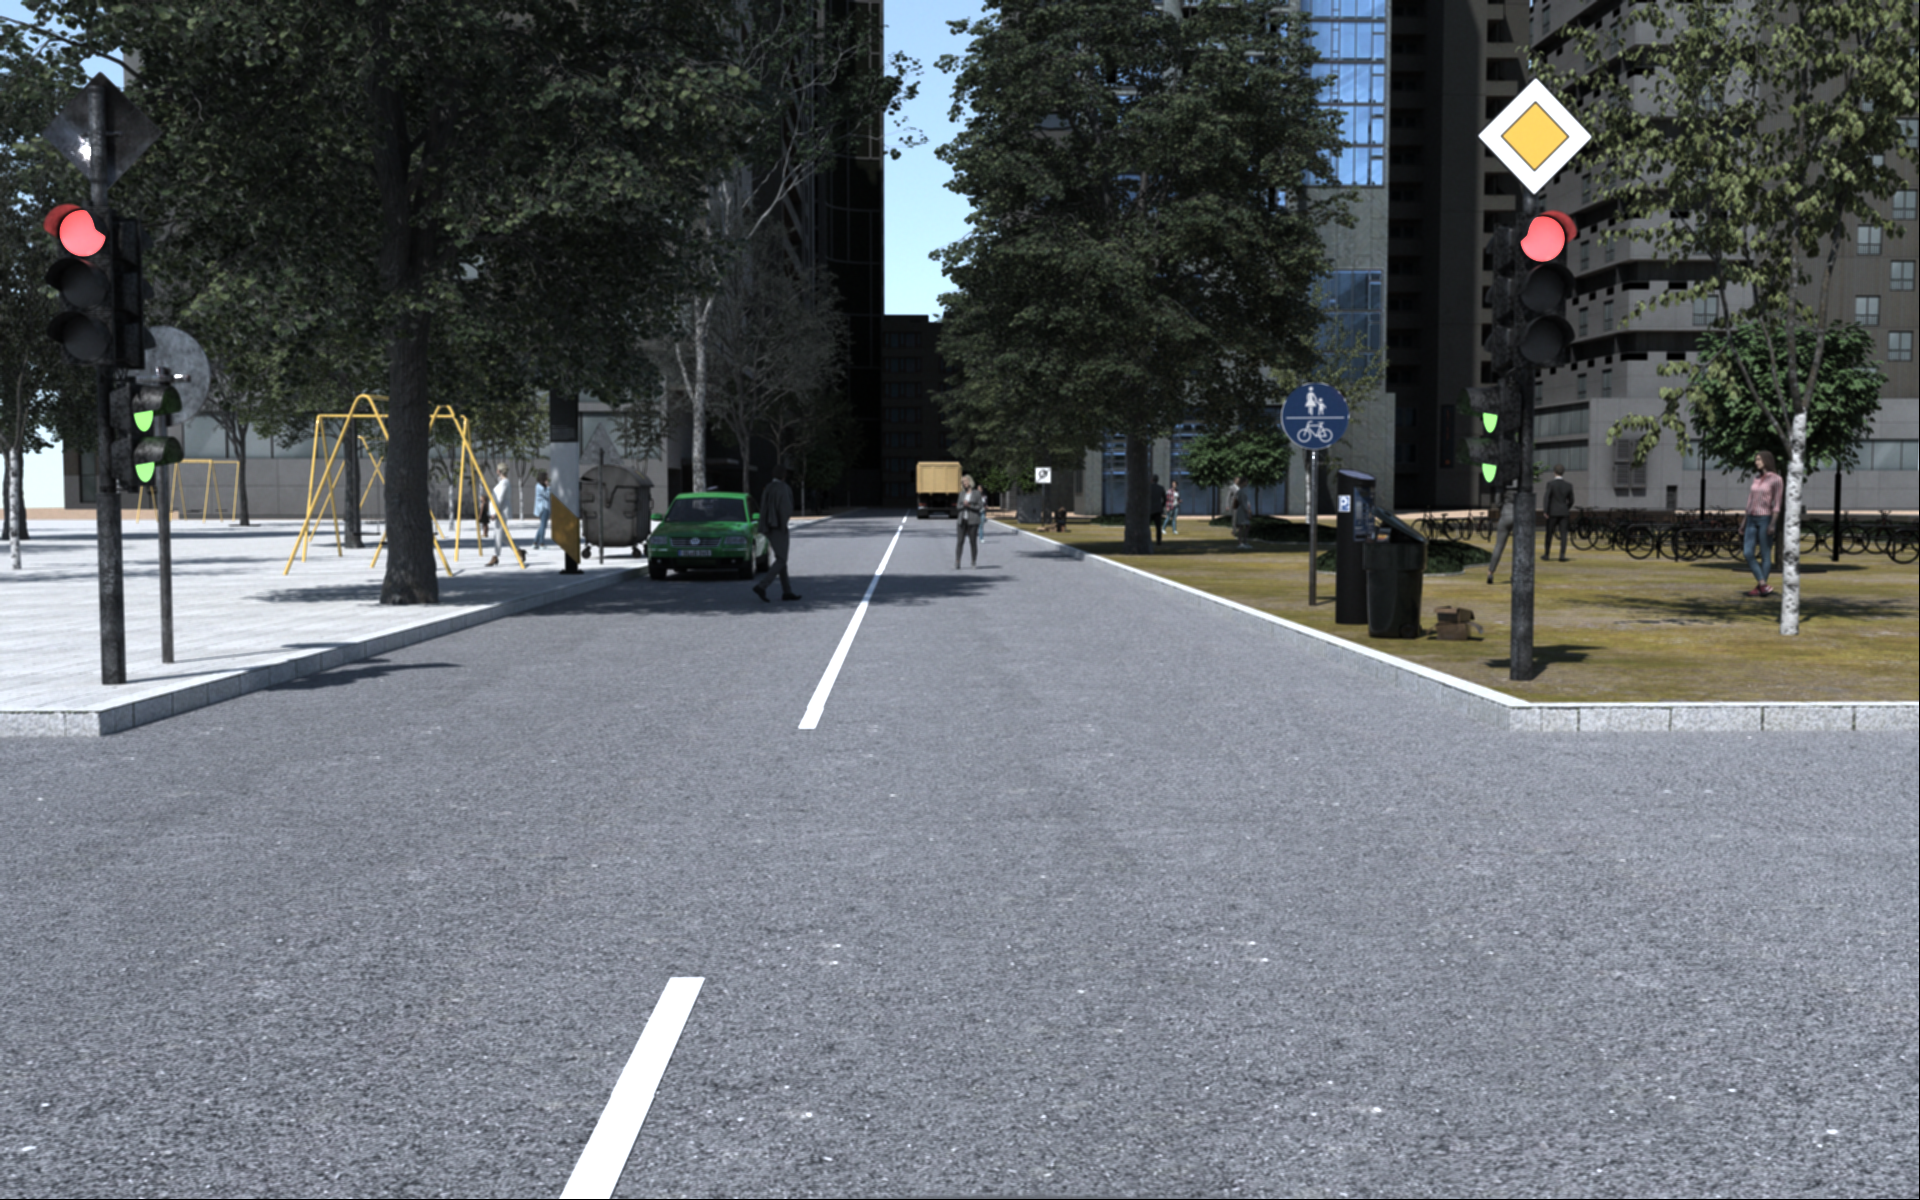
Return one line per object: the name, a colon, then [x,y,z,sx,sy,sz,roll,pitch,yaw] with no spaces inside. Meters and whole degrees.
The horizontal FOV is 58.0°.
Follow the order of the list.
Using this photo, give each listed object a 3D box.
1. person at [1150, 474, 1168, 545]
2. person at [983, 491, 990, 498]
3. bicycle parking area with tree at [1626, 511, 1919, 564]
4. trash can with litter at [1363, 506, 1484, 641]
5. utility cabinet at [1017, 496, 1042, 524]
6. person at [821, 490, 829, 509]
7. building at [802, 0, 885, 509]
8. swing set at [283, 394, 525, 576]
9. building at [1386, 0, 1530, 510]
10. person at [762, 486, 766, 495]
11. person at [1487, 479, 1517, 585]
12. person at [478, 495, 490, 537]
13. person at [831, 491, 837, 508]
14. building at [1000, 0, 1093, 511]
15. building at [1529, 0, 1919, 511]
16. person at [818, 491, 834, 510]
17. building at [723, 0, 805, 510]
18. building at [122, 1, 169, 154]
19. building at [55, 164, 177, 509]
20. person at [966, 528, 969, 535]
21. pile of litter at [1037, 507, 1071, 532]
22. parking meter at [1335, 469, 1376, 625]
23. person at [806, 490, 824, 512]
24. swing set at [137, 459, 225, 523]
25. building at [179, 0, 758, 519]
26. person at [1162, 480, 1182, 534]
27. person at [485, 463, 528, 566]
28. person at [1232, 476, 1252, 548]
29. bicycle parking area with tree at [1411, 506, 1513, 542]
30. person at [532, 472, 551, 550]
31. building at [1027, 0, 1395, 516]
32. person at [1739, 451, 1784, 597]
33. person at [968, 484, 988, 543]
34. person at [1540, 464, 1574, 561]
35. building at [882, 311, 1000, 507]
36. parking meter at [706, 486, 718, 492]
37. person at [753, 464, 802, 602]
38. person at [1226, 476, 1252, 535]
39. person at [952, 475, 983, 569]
person: [4.848,-2.272,43.587,0.661,1.777,0.834,-1,4,-20]
person: [1.840,-8.316,142.094,1.350,1.814,0.705,2,4,23]
bicycle parking area with tree: [17.078,-2.968,35.527,9.016,4.147,8.231,2,4,25]
trash can with litter: [4.131,-0.248,15.446,1.055,1.170,0.624,1,4,23]
utility cabinet: [3.036,-3.939,75.560,1.020,1.237,0.306,-1,4,-10]
person: [-11.440,-8.528,146.275,0.742,1.727,0.445,0,4,-4]
building: [-18.394,-45.487,181.957,20.611,71.187,20.563,0,4,-1]
swing set: [-9.137,-1.886,28.462,2.862,2.851,3.119,1,4,9]
building: [36.709,-32.122,148.895,21.600,48.544,21.300,0,4,-1]
person: [-10.640,-5.323,93.789,0.721,1.735,1.217,0,4,-7]
person: [7.784,-1.113,24.521,0.520,1.790,0.573,0,4,-4]
person: [-14.119,-2.480,51.257,0.373,1.253,0.362,1,4,11]
person: [-12.121,-9.632,166.503,0.721,1.766,1.217,2,4,23]
building: [13.895,-36.906,145.404,21.231,58.520,28.212,0,4,-1]
building: [61.792,-34.051,145.980,27.495,52.752,28.713,0,4,-1]
person: [-10.798,-8.153,139.362,1.348,1.822,0.705,0,4,4]
building: [-22.707,-30.663,125.048,21.300,48.544,21.600,0,4,-1]
building: [-71.012,-39.112,181.485,28.212,58.520,21.231,0,4,-1]
building: [-68.543,-23.233,151.560,14.107,30.474,14.160,0,4,-1]
person: [0.362,-3.163,60.787,0.524,1.755,0.480,0,4,3]
pile of litter: [3.182,-2.740,58.761,1.176,0.858,1.719,0,4,5]
parking meter: [3.914,-0.533,17.134,0.372,1.533,0.369,0,3,0]
person: [-10.349,-7.149,123.013,1.350,1.814,0.705,1,4,17]
swing set: [-35.439,-4.939,78.365,3.119,2.851,2.862,0,4,-8]
building: [-26.449,-31.223,99.733,28.713,52.752,27.495,0,4,-1]
person: [6.827,-2.987,55.719,0.563,1.720,0.643,-2,4,-34]
person: [-8.121,-1.533,30.986,0.818,1.842,0.514,-2,4,-29]
person: [6.680,-2.071,40.916,0.522,1.701,0.512,0,4,2]
bicycle parking area with tree: [17.381,-3.647,46.629,9.016,4.147,8.231,-2,4,-27]
person: [-9.643,-2.056,39.921,0.793,1.790,0.793,3,4,39]
building: [16.094,-49.049,114.624,22.319,86.520,31.000,0,4,-1]
person: [10.006,-0.956,21.678,0.388,1.821,0.555,-2,4,-32]
person: [0.549,-2.540,50.860,0.563,1.720,0.643,-2,4,-27]
person: [11.385,-1.670,33.122,0.659,1.850,0.755,0,4,-1]
building: [6.254,-20.980,188.060,28.899,21.520,27.650,0,4,-1]
parking meter: [-7.771,-2.811,54.375,0.372,1.533,0.369,0,3,0]
person: [-2.422,-0.889,23.131,0.850,1.850,0.679,-3,5,-42]
person: [8.307,-2.793,51.823,0.709,1.813,0.853,-2,4,-29]
person: [0.164,-1.487,32.998,0.537,1.800,0.526,2,4,29]
